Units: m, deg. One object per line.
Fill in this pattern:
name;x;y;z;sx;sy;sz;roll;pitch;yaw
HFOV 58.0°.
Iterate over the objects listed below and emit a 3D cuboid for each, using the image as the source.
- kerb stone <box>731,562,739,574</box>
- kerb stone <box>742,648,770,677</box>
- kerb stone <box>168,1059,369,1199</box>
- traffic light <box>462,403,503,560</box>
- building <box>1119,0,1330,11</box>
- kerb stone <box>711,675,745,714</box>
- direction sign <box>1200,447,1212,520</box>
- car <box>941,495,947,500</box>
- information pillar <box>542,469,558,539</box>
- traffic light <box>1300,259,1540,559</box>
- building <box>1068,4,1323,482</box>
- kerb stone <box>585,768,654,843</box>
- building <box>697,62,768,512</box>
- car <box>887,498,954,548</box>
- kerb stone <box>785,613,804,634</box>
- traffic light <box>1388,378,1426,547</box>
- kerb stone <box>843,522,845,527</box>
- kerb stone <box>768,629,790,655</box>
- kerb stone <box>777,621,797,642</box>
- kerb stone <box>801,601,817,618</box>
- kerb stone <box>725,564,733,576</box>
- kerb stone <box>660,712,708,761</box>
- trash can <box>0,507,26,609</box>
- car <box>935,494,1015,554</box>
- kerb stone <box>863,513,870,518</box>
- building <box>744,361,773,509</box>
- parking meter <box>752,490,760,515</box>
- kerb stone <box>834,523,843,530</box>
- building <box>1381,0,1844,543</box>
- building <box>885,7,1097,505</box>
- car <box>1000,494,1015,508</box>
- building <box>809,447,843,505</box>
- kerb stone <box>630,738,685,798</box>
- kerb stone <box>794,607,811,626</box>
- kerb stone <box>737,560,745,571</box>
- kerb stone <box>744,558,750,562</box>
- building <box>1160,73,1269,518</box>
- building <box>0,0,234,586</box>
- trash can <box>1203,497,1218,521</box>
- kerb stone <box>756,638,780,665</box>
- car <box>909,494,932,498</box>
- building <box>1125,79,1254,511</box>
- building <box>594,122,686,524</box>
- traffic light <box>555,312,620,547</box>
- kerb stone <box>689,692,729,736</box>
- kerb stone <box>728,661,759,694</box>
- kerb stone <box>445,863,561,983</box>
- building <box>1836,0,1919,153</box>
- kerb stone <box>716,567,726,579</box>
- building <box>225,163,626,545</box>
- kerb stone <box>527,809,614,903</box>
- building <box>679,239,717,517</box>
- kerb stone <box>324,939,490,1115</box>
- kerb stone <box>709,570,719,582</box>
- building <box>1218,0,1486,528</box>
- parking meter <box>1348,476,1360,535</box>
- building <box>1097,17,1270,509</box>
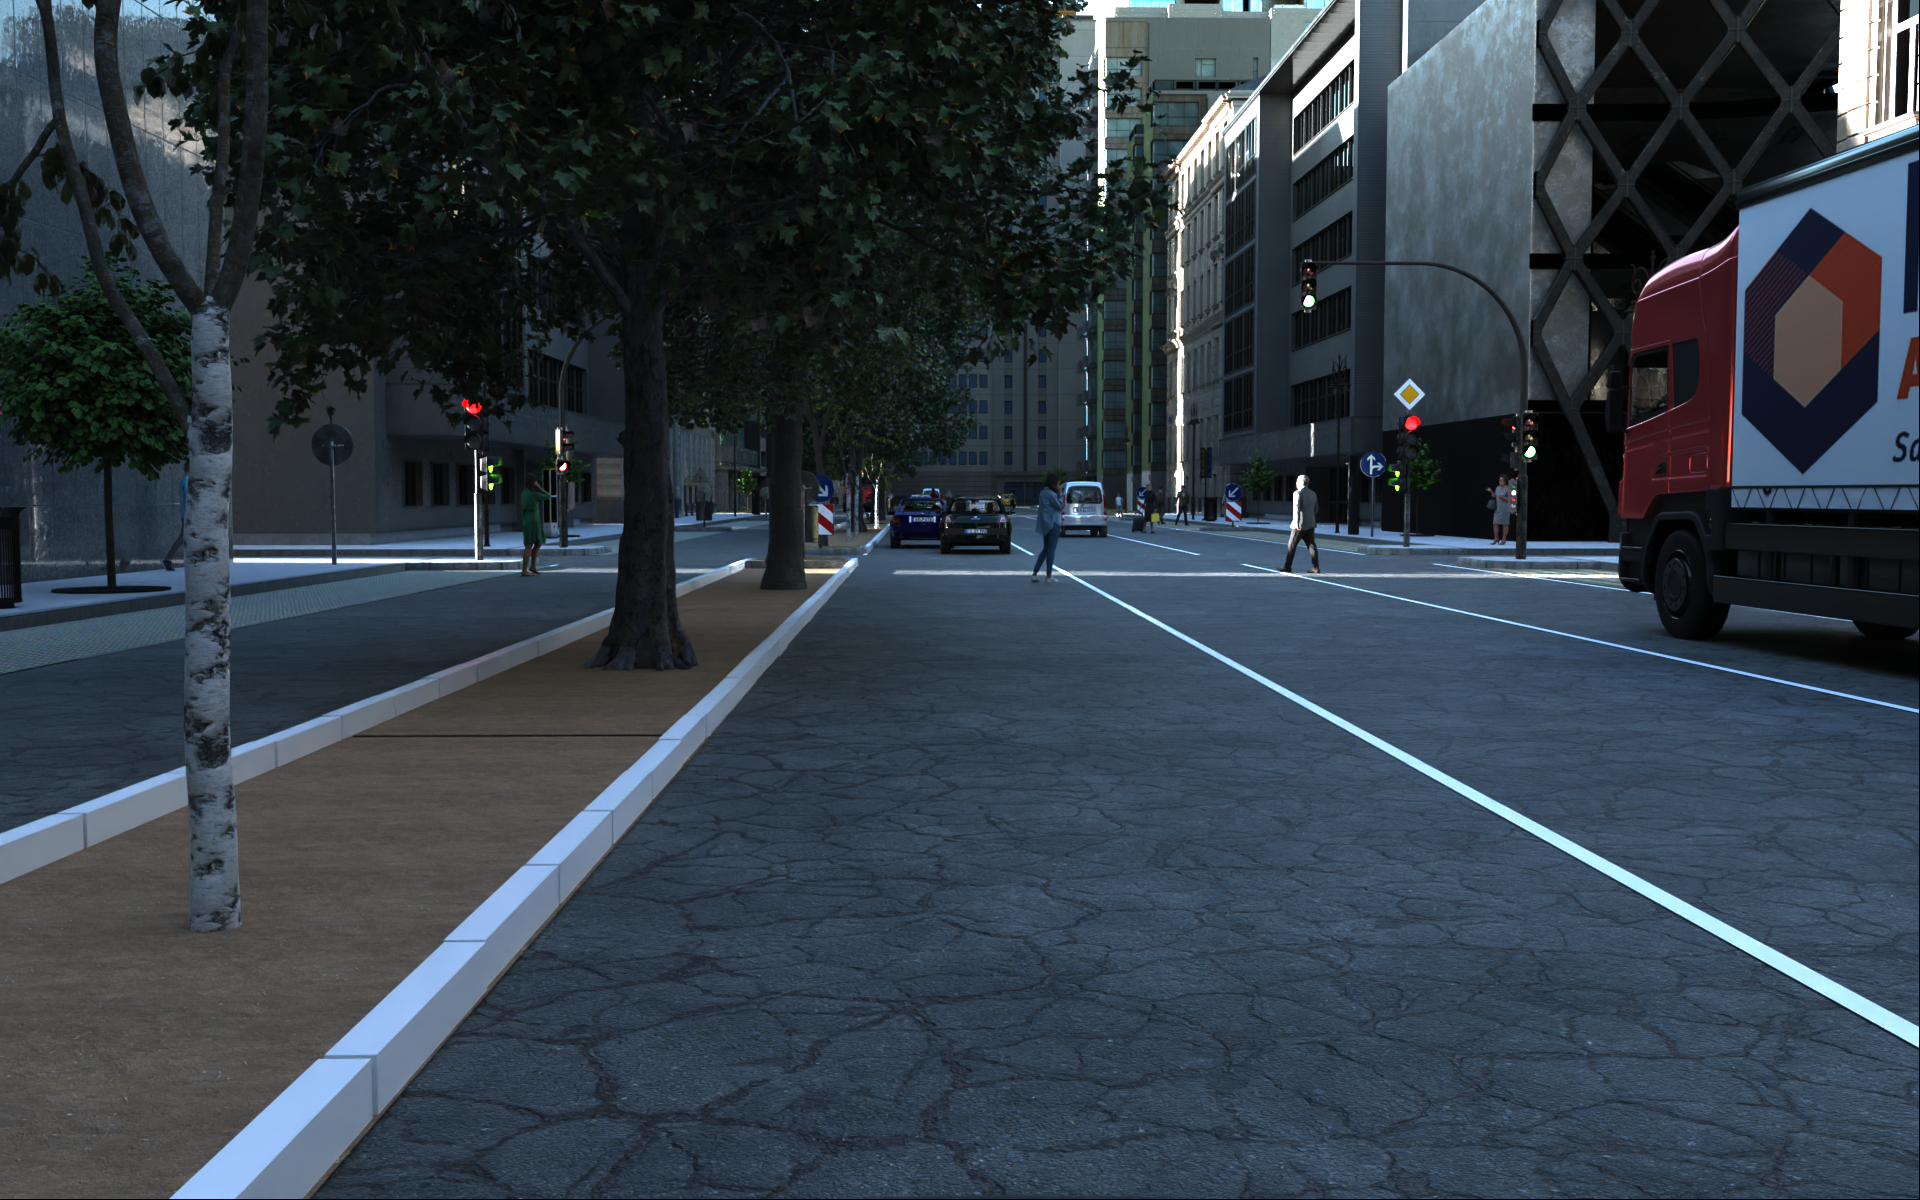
kerb stone;-4.116;-0.540;31.023;0.120;0.150;1.000;0;4;-1
kerb stone;-1.626;0.521;13.679;0.120;0.150;1.000;0;4;-1
kerb stone;-1.386;1.148;3.441;0.120;0.150;1.000;0;4;-1
traffic light;-9.327;-2.730;33.555;0.839;4.253;0.868;0;4;-1
building;31.504;-55.028;212.379;31.000;86.520;22.319;0;4;-1
kerb stone;-1.572;0.652;11.633;0.120;0.150;1.000;0;4;-1
direction sign;11.942;-5.638;84.179;0.379;3.537;0.876;-2;4;-29
car;-2.152;-8.576;150.009;2.009;1.686;4.222;0;4;-1
information pillar;-11.831;-2.783;49.999;0.304;2.012;0.304;2;4;31
traffic light;8.939;-3.620;33.848;4.771;5.953;1.251;0;4;-1
building;23.622;-33.978;175.152;23.786;49.044;30.456;0;4;-1
kerb stone;-1.479;0.897;7.532;0.120;0.150;1.000;0;4;-1
building;-27.329;-31.268;130.844;23.786;49.044;30.456;0;4;-1
car;-1.023;-2.112;47.109;1.945;1.354;3.894;0;4;-1
kerb stone;-1.720;0.270;17.773;0.120;0.150;1.000;0;4;-1
traffic light;10.845;-3.248;42.020;0.839;4.253;0.868;0;4;-1
kerb stone;-5.092;-3.143;73.591;0.120;0.150;1.000;0;4;-1
kerb stone;-1.663;0.397;15.723;0.120;0.150;1.000;0;4;-1
kerb stone;-1.696;0.338;16.751;0.120;0.150;1.000;0;4;-1
kerb stone;-1.759;0.145;19.831;0.120;0.150;1.000;0;4;-1
kerb stone;-4.100;-0.477;30.002;0.120;0.150;1.000;0;4;-1
kerb stone;-1.531;0.772;9.578;0.120;0.150;1.000;0;4;-1
trash can;-10.896;-0.477;19.456;0.748;1.137;0.748;0;3;0
car;0.378;-2.022;42.838;2.009;1.686;4.222;0;4;0
kerb stone;-5.946;-5.402;110.518;0.120;0.150;1.000;0;4;-1
building;-23.698;-23.368;153.772;14.160;30.474;14.107;0;4;-1
parking meter;-13.281;-6.335;111.991;0.372;1.533;0.369;0;3;0
kerb stone;-5.078;-3.080;72.555;0.120;0.150;1.000;0;4;-1
building;23.241;-11.268;51.691;16.811;18.784;16.820;0;4;-1
building;1.473;-41.002;212.378;28.212;58.520;21.231;0;4;-1
car;5.016;-10.697;185.117;2.015;1.641;3.980;0;4;-1
building;-19.571;-32.079;208.088;14.086;41.232;14.154;0;4;-1
kerb stone;-1.501;0.839;8.557;0.120;0.150;1.000;0;4;-1
kerb stone;-1.740;0.208;18.800;0.120;0.150;1.000;0;4;-1
kerb stone;-4.142;-0.602;32.046;0.120;0.150;1.000;0;4;-1
kerb stone;-4.172;-0.665;33.072;0.120;0.150;1.000;0;4;-1
building;19.799;-18.793;104.532;12.463;27.353;25.104;0;4;-1
building;-23.438;-12.693;25.547;19.932;24.808;12.078;0;4;-1
trash can;11.765;-4.261;81.319;0.748;1.137;0.748;0;3;0
kerb stone;-1.647;0.458;14.700;0.120;0.150;1.000;0;4;-1
car;-2.416;-5.843;107.336;2.131;1.459;4.920;0;4;1
building;19.876;-21.580;124.536;14.160;30.474;14.107;0;4;-1
building;-19.616;-15.577;83.570;11.050;23.489;19.941;0;4;-1
traffic light;-7.422;-4.095;41.621;4.771;5.953;1.251;0;4;-1
kerb stone;-1.549;0.711;10.612;0.120;0.150;1.000;0;4;-1
kerb stone;-1.597;0.585;12.655;0.120;0.150;1.000;0;4;-1
kerb stone;-1.436;1.022;5.484;0.120;0.150;1.000;0;4;-1
building;21.856;-13.582;19.333;12.463;27.353;25.104;0;4;-1
kerb stone;-4.075;-0.414;28.977;0.120;0.150;1.000;0;4;-1
building;-20.493;-14.588;57.574;14.314;24.678;30.058;0;4;-1
kerb stone;-1.458;0.960;6.506;0.120;0.150;1.000;0;4;-1
building;-22.026;-19.416;103.351;13.634;28.700;20.117;0;4;-1
kerb stone;-1.405;1.085;4.463;0.120;0.150;1.000;0;4;-1
kerb stone;-4.047;-0.348;27.951;0.120;0.150;1.000;0;4;-1
building;21.099;-15.782;77.106;14.314;24.678;30.058;0;4;-1
parking meter;12.450;-2.999;54.753;0.255;1.863;0.399;0;4;-6
building;18.993;-28.701;152.857;14.154;41.232;14.086;0;4;-1
